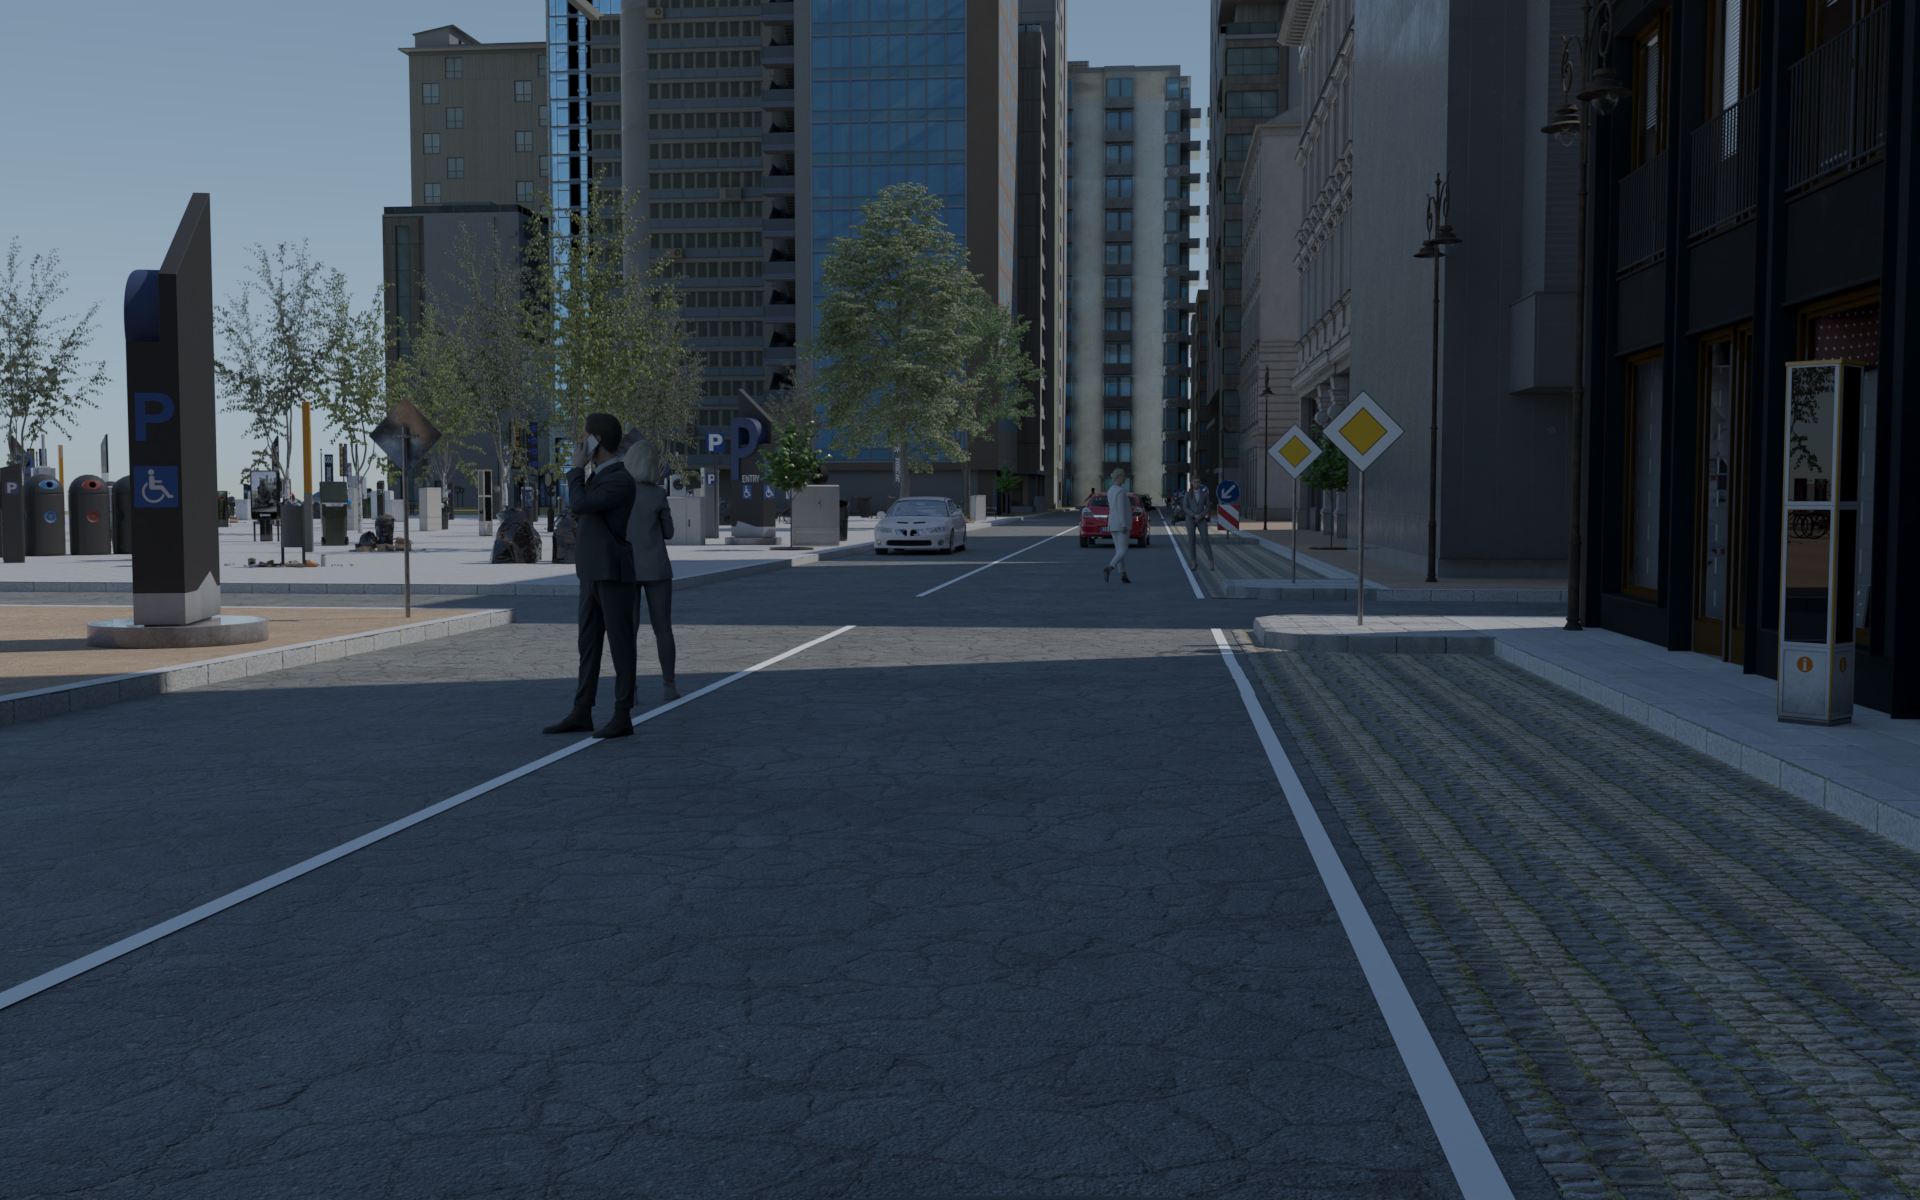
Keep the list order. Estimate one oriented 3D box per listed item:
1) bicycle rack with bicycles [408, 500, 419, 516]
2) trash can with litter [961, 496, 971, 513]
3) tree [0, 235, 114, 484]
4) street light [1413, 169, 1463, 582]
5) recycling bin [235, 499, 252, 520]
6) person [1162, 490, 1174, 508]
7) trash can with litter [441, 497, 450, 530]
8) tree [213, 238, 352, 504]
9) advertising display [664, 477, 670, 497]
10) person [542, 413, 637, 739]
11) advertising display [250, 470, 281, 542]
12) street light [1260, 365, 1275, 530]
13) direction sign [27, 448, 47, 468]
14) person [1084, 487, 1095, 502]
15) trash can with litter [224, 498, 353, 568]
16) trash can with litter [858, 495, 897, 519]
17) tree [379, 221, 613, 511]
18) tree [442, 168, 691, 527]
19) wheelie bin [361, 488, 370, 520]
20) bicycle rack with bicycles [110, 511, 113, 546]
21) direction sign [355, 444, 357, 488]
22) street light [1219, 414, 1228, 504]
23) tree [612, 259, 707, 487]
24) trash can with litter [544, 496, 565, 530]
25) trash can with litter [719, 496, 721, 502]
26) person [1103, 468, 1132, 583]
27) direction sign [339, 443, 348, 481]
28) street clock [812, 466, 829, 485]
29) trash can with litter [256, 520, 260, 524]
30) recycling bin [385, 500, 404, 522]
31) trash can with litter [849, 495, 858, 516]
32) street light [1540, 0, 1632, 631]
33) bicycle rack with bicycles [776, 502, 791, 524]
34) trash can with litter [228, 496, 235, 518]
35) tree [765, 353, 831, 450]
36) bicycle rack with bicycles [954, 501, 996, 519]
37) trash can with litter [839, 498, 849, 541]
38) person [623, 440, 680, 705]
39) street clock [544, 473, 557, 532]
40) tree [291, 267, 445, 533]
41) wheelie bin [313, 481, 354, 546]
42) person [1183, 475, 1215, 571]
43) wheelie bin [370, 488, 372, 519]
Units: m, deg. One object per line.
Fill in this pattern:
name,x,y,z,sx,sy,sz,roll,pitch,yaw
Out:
bicycle rack with bicycles,-32.272,-5.354,100.921,2.852,0.926,2.925,-1,4,-18
trash can with litter,0.607,-5.276,97.648,1.055,1.170,0.624,0,4,-1
tree,-27.218,-6.120,50.426,4.360,8.622,3.978,0,3,0
street light,6.877,-3.198,25.079,0.468,5.910,1.993,0,4,6
recycling bin,-35.013,-4.428,84.949,0.722,1.027,0.722,1,4,17
person,20.718,-9.982,171.723,1.348,1.823,0.705,1,4,20
trash can with litter,-18.835,-3.105,62.162,1.055,1.170,0.624,1,4,20
tree,-19.390,-6.041,49.133,4.360,8.622,3.978,0,3,0
advertising display,-11.389,-3.802,67.375,0.123,1.923,0.974,-1,4,-16
person,-2.153,-0.143,10.197,0.474,1.900,0.648,-2,4,-32
advertising display,-18.774,-2.545,46.826,0.974,1.923,0.123,2,4,24
street light,10.943,-5.451,61.911,0.468,5.910,1.993,0,4,6
direction sign,-45.776,-5.747,85.958,0.876,3.537,0.379,-2,4,-26
person,8.053,-5.919,105.246,0.705,1.831,1.348,3,5,45
trash can with litter,-12.062,-1.206,30.771,2.233,1.210,1.678,2,4,25
trash can with litter,-3.944,-4.842,90.216,2.233,1.210,1.678,0,4,5
tree,-12.371,-5.866,46.267,4.360,8.622,3.978,0,3,0
tree,-8.536,-5.489,40.102,4.737,8.622,4.395,0,3,0
wheelie bin,-29.425,-4.675,84.338,0.693,1.594,0.980,0,4,6
bicycle rack with bicycles,-19.708,-1.771,42.343,2.852,0.926,2.925,-1,4,-14
direction sign,-27.335,-5.288,78.463,0.379,3.537,0.876,-1,4,-22
street light,14.986,-7.693,98.567,0.468,5.910,1.993,0,4,6
tree,-9.665,-6.340,54.029,4.360,8.622,3.978,0,3,0
trash can with litter,-14.479,-3.131,62.242,1.678,1.210,2.233,0,4,-5
trash can with litter,-12.920,-4.768,89.015,2.233,1.210,1.678,-3,5,-42
person,2.498,-1.179,27.661,0.818,1.842,0.514,-3,5,-43
direction sign,-27.530,-5.223,77.388,0.379,3.537,0.876,0,4,2
street clock,-3.554,-2.402,43.839,0.358,2.002,0.471,-3,5,-42
trash can with litter,-29.451,-3.804,73.578,1.055,1.170,0.624,-3,5,-44
recycling bin,-25.920,-4.095,79.504,0.722,1.027,0.722,-3,5,-40
trash can with litter,-6.391,-5.430,99.839,2.233,1.210,1.678,0,4,-1
street light,5.781,-2.652,16.156,0.468,5.910,1.993,0,4,6
bicycle rack with bicycles,-6.951,-3.754,74.756,2.925,0.926,2.852,0,4,5
trash can with litter,-38.428,-4.854,90.744,0.624,1.170,1.055,2,4,24
tree,-8.439,-8.546,90.095,4.360,8.622,3.978,0,3,0
bicycle rack with bicycles,0.634,-4.576,88.201,2.852,0.926,2.925,-1,4,-14
trash can with litter,-3.389,-2.193,47.241,0.624,1.170,1.055,-1,4,-16
person,-2.235,-0.202,11.984,0.537,1.800,0.526,0,4,4
street clock,-13.790,-3.289,58.347,0.471,2.002,0.358,3,5,42
tree,-19.514,-6.459,55.959,4.737,8.622,4.395,0,3,0
wheelie bin,-15.593,-2.148,43.033,0.980,1.594,0.693,-2,4,-24
person,4.467,-1.443,32.363,0.520,1.790,0.573,-1,4,-13
wheelie bin,-30.863,-5.034,90.208,0.980,1.594,0.693,2,4,28
